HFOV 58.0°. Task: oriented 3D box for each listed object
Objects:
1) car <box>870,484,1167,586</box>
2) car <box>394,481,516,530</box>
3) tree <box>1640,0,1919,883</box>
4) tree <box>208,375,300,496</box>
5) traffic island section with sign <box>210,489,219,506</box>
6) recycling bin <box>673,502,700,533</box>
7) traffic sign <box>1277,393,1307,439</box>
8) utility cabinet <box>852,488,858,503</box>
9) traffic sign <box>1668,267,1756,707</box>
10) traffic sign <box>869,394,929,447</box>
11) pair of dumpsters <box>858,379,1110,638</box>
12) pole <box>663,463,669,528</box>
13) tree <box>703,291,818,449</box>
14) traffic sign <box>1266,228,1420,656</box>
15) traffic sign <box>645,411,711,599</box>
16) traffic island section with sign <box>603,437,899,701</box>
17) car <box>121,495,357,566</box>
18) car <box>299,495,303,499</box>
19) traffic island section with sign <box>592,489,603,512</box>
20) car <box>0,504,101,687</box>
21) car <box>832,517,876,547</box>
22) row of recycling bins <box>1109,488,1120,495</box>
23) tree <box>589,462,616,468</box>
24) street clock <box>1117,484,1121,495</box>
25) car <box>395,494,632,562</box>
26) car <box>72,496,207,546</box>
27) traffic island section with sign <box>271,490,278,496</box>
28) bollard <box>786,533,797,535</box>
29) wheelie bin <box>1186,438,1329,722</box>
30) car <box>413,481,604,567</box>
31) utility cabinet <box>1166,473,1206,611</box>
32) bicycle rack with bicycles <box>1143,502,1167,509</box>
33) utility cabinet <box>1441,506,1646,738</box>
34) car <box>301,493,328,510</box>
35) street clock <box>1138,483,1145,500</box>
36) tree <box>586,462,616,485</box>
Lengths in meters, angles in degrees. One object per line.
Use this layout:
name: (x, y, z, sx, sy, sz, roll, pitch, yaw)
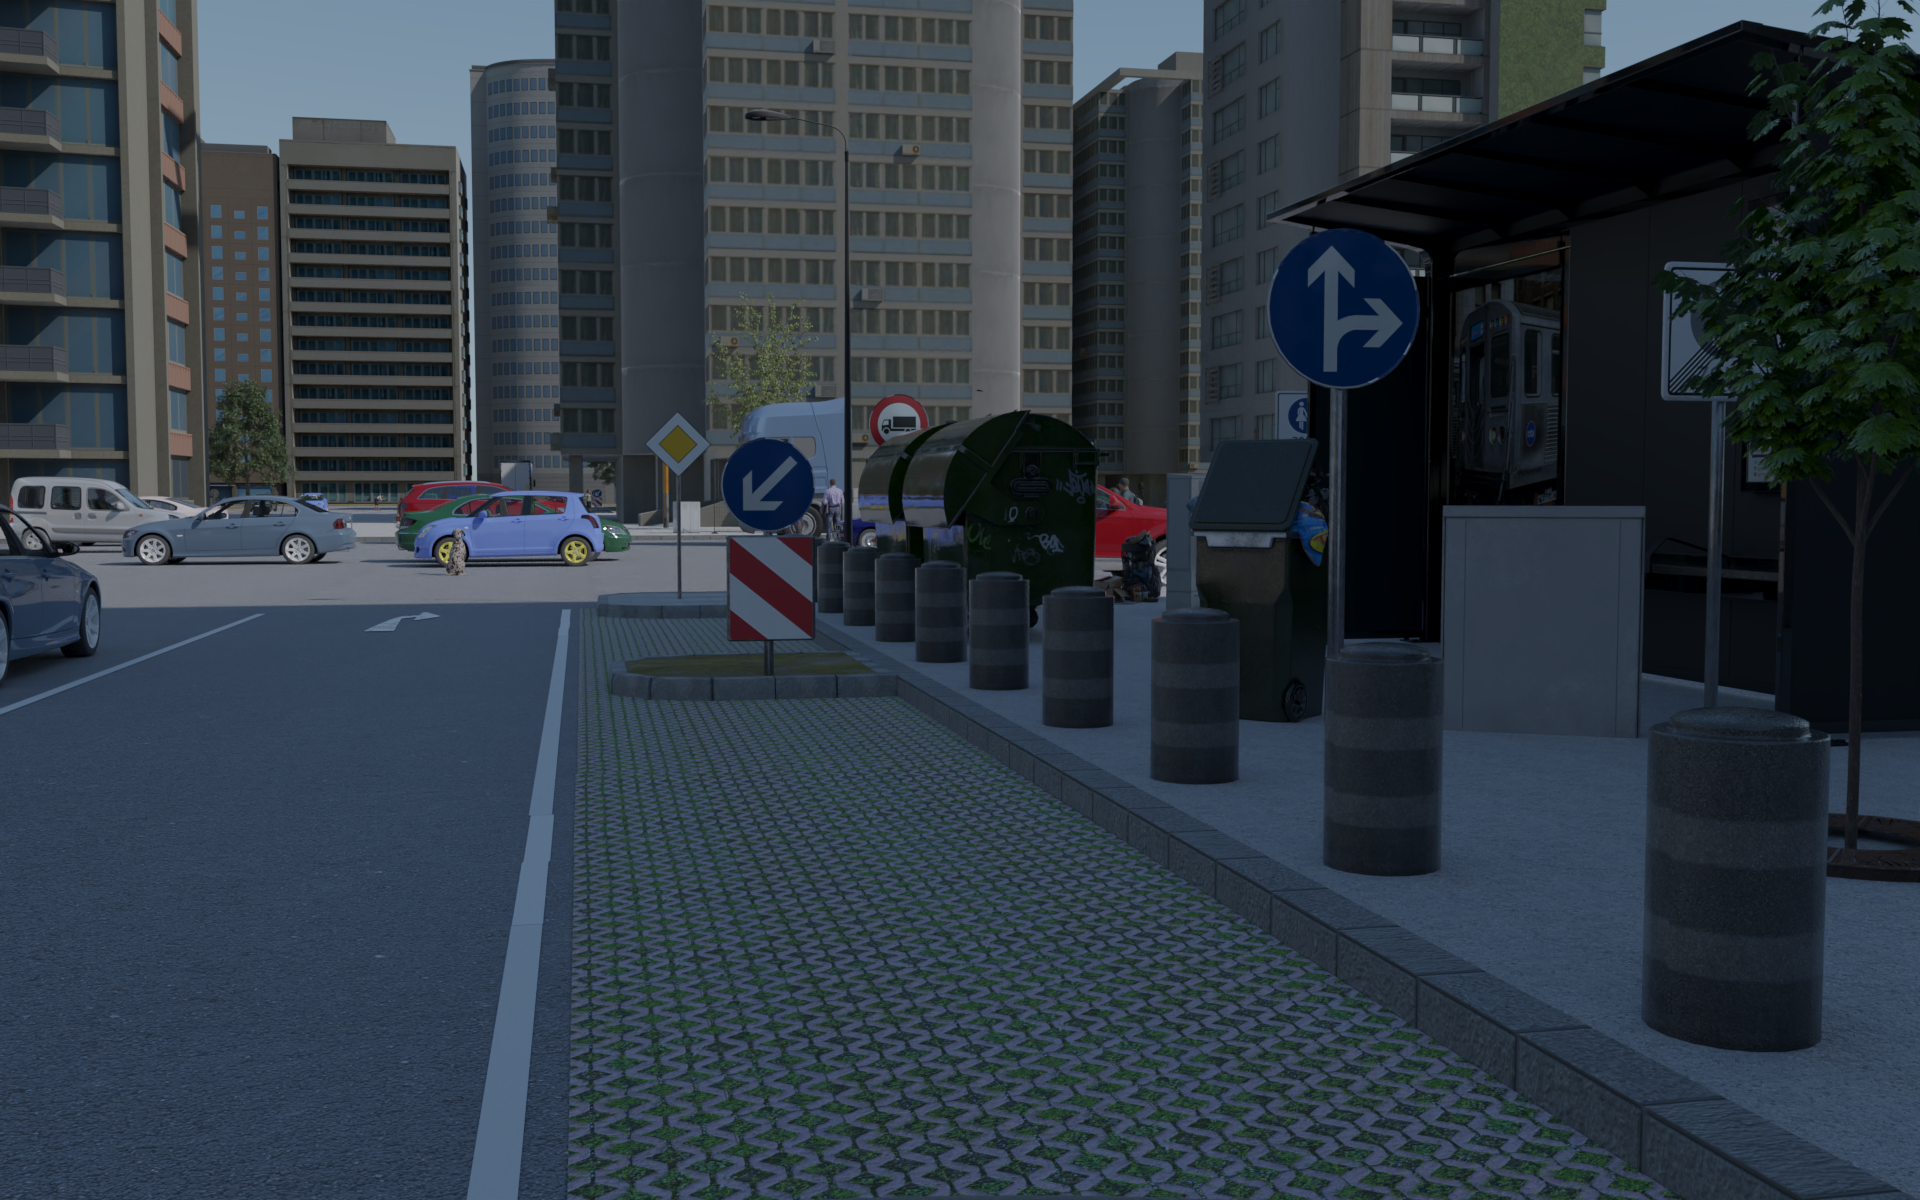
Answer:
car: (1.306, -1.062, 26.032, 5.304, 1.827, 2.281, -1, 4, -12)
car: (-13.790, -2.574, 50.750, 5.304, 1.827, 2.281, -1, 4, -13)
tree: (3.148, -0.697, 6.000, 1.663, 3.219, 1.824, 0, 3, 0)
tree: (-68.914, -15.294, 167.066, 9.611, 12.733, 9.660, 0, 3, 0)
traffic island section with sign: (-58.221, -7.739, 135.167, 1.989, 1.847, 2.006, -1, 4, -12)
recycling bin: (-8.981, -2.711, 56.881, 0.722, 1.027, 0.722, -2, 4, -28)
traffic sign: (3.432, -0.927, 17.279, 0.606, 2.300, 0.079, 0, 4, -3)
utility cabinet: (-3.839, -3.353, 63.498, 0.318, 1.500, 1.173, -1, 4, -9)
traffic sign: (3.394, -0.345, 7.778, 0.606, 2.300, 0.079, -1, 4, -12)
traffic sign: (-0.784, -1.351, 22.194, 0.768, 2.556, 0.104, -1, 4, -8)
pair of dumpsters: (0.132, -0.871, 16.730, 1.574, 2.255, 4.437, -1, 4, -12)
pole: (-11.154, -4.390, 65.623, 0.158, 3.312, 0.155, 0, 3, 0)
tree: (-6.869, -6.829, 62.019, 4.737, 8.622, 4.395, 0, 3, 0)
traffic sign: (1.835, -0.508, 8.414, 0.768, 2.556, 0.104, -1, 4, -8)
traffic sign: (-3.437, -1.071, 21.149, 0.795, 2.450, 0.064, -1, 4, -12)
traffic island section with sign: (-1.606, -0.261, 12.902, 1.989, 1.847, 2.006, -1, 4, -12)
car: (-14.823, -1.449, 35.692, 4.499, 1.417, 2.014, -1, 4, -11)
car: (-53.981, -8.025, 143.564, 2.083, 1.381, 4.827, -1, 4, -14)
traffic island section with sign: (-29.670, -8.119, 141.372, 1.989, 1.847, 2.006, -1, 4, -12)
car: (-8.150, -0.100, 13.641, 2.014, 1.417, 4.499, -1, 4, -14)
car: (-1.140, -1.817, 42.296, 3.894, 1.354, 1.945, -1, 4, -12)
row of recycling bins: (8.645, -6.340, 110.769, 3.534, 1.692, 1.069, 2, 4, 35)
tree: (-24.622, -11.895, 128.891, 7.601, 10.594, 8.767, 1, 4, 23)
street clock: (10.995, -7.045, 119.753, 0.358, 2.002, 0.471, 1, 4, 9)
car: (-9.525, -1.548, 37.108, 4.920, 1.459, 2.131, -1, 4, -14)
car: (-22.923, -2.191, 48.191, 4.827, 1.381, 2.083, -1, 4, -13)
traffic island section with sign: (-64.054, -9.373, 161.871, 1.989, 1.847, 2.006, -1, 4, -12)
bollard: (-2.137, -0.474, 22.463, 0.404, 0.777, 0.398, 0, 3, 0)
wheelie bin: (1.744, -0.130, 10.027, 0.980, 1.594, 0.693, 3, 4, 38)
car: (-8.995, -1.529, 34.594, 3.694, 1.707, 1.945, -1, 4, -13)
utility cabinet: (2.648, -0.621, 18.837, 0.318, 1.500, 1.173, 2, 4, 33)
bicycle rack with bicycles: (9.024, -3.986, 78.557, 2.852, 0.926, 2.925, 1, 4, 17)
utility cabinet: (3.136, 0.111, 9.354, 1.020, 1.237, 0.306, 1, 4, 20)
car: (-44.873, -6.757, 120.060, 1.945, 1.707, 3.694, -1, 4, -13)
street clock: (11.348, -6.348, 108.363, 0.358, 2.002, 0.471, -1, 4, -20)
tree: (-29.181, -14.281, 151.614, 7.486, 12.596, 7.792, 0, 3, 0)
